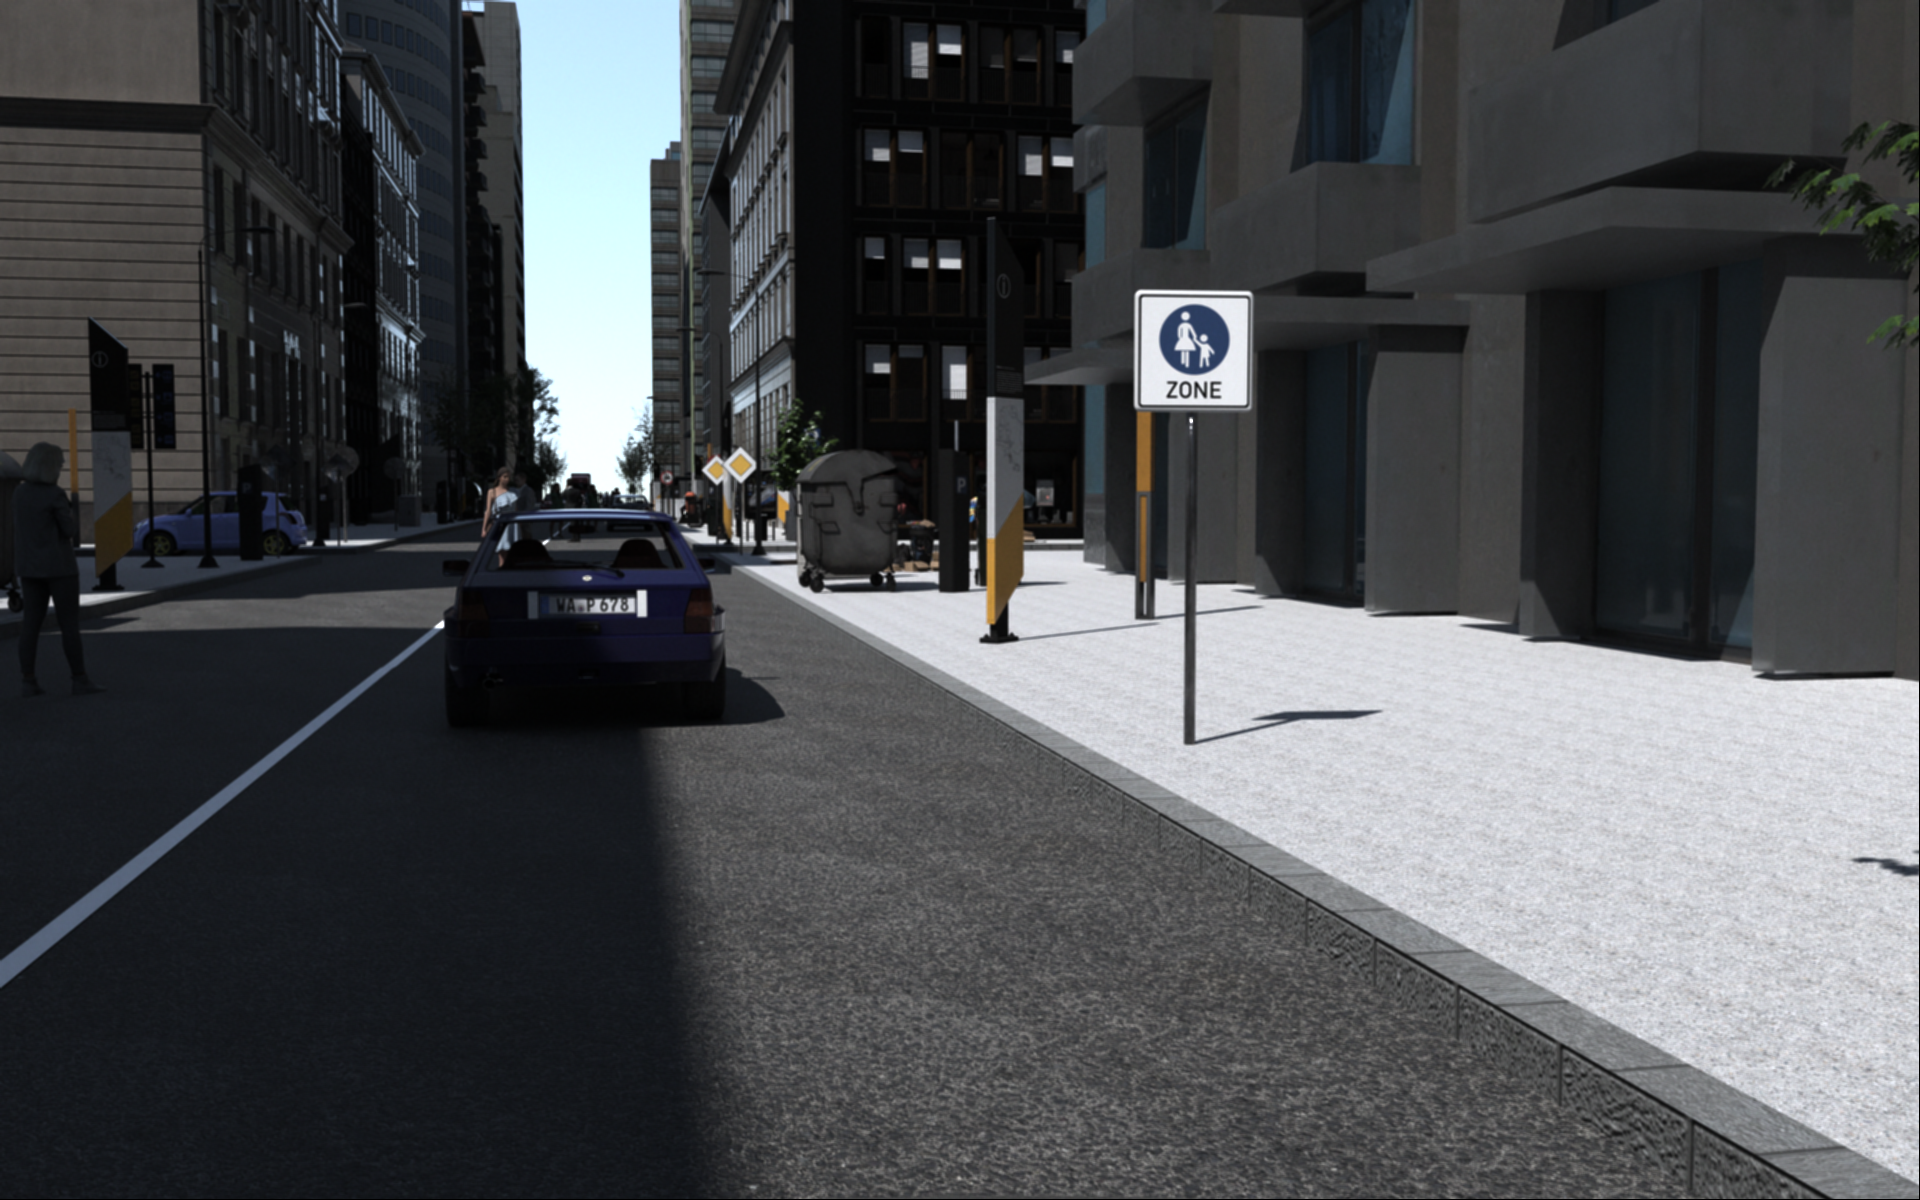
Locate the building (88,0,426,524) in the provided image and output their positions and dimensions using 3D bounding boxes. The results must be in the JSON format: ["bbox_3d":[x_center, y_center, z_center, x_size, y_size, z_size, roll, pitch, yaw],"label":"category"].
[{"bbox_3d":[-36.719,-18.178,94.472,12.463,27.353,25.104,-1,4,-12],"label":"building"}]

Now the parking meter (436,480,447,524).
[{"bbox_3d":[-22.118,-4.172,73.922,0.399,1.863,0.255,1,4,19],"label":"parking meter"}]

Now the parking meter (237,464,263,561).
[{"bbox_3d":[-13.737,-1.700,33.504,0.399,1.863,0.255,0,4,5],"label":"parking meter"}]

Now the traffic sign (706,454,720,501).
[{"bbox_3d":[-7.670,-3.356,54.973,0.768,2.556,0.104,0,4,-5],"label":"traffic sign"}]

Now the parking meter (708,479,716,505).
[{"bbox_3d":[-8.268,-3.213,58.248,0.399,1.863,0.255,3,5,41],"label":"parking meter"}]

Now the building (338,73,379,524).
[{"bbox_3d":[-32.630,-14.977,74.552,12.332,23.373,15.834,-1,4,-12],"label":"building"}]

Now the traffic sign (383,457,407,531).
[{"bbox_3d":[-19.508,-3.653,59.835,0.768,2.556,0.104,-1,4,-11],"label":"traffic sign"}]

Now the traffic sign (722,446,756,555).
[{"bbox_3d":[-4.601,-2.001,36.358,0.795,2.450,0.064,-1,4,-12],"label":"traffic sign"}]

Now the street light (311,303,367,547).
[{"bbox_3d":[-15.118,-4.261,42.203,1.470,5.913,1.316,-1,4,-12],"label":"street light"}]

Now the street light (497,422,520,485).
[{"bbox_3d":[-30.443,-8.853,117.294,1.470,5.913,1.316,-1,4,-12],"label":"street light"}]

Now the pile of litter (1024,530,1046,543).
[{"bbox_3d":[1.493,-1.945,45.764,1.719,0.858,1.176,0,4,-3],"label":"pile of litter"}]

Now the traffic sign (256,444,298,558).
[{"bbox_3d":[-13.614,-1.890,34.544,0.795,2.450,0.064,-1,4,-12],"label":"traffic sign"}]

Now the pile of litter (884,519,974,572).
[{"bbox_3d":[-0.586,-0.916,28.948,1.719,0.858,1.176,1,4,12],"label":"pile of litter"}]

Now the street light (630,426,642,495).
[{"bbox_3d":[-22.473,-9.206,123.054,1.470,5.913,1.316,-1,4,-12],"label":"street light"}]

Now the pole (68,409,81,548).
[{"bbox_3d":[-21.159,-2.908,41.384,0.158,3.312,0.155,0,3,0],"label":"pole"}]

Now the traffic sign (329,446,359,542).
[{"bbox_3d":[-16.354,-2.808,46.015,0.768,2.556,0.104,0,4,-4],"label":"traffic sign"}]

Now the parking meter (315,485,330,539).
[{"bbox_3d":[-18.126,-2.497,49.232,0.372,1.533,0.369,0,3,0],"label":"parking meter"}]

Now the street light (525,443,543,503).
[{"bbox_3d":[-37.442,-10.955,151.656,1.470,5.913,1.316,-1,4,-12],"label":"street light"}]

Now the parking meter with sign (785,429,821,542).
[{"bbox_3d":[-4.305,-3.087,46.738,0.543,3.016,1.738,-2,4,-24],"label":"parking meter with sign"}]

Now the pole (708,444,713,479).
[{"bbox_3d":[-10.092,-4.664,70.098,0.158,3.312,0.155,0,3,0],"label":"pole"}]

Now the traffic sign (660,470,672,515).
[{"bbox_3d":[-15.782,-5.709,93.441,0.768,2.556,0.104,0,4,-7],"label":"traffic sign"}]

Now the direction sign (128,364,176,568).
[{"bbox_3d":[-14.129,-2.337,30.205,0.876,3.537,0.379,0,4,-8],"label":"direction sign"}]

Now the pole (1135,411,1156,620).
[{"bbox_3d":[1.894,-1.456,17.641,0.158,3.312,0.155,0,3,0],"label":"pole"}]

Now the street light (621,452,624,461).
[{"bbox_3d":[-39.213,-14.238,205.325,1.470,5.913,1.316,-1,4,-12],"label":"street light"}]

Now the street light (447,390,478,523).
[{"bbox_3d":[-22.121,-6.387,76.976,1.470,5.913,1.316,-1,4,-12],"label":"street light"}]

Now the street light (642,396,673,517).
[{"bbox_3d":[-14.232,-6.731,82.590,1.470,5.913,1.316,-1,4,-12],"label":"street light"}]

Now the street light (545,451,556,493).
[{"bbox_3d":[-47.346,-13.928,200.266,1.470,5.913,1.316,-1,4,-12],"label":"street light"}]

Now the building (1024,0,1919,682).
[{"bbox_3d":[14.217,-24.520,20.505,23.786,49.044,30.456,-1,4,-12],"label":"building"}]

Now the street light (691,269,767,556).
[{"bbox_3d":[-4.746,-3.883,36.021,1.470,5.913,1.316,-1,4,-12],"label":"street light"}]

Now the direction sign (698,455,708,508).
[{"bbox_3d":[-14.873,-6.676,101.154,0.876,3.537,0.379,0,4,-2],"label":"direction sign"}]

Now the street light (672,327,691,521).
[{"bbox_3d":[-7.199,-4.638,48.368,1.470,5.913,1.316,-1,4,-12],"label":"street light"}]

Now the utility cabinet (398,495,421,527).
[{"bbox_3d":[-21.830,-3.514,68.620,1.020,1.237,0.306,2,4,33],"label":"utility cabinet"}]

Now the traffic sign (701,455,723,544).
[{"bbox_3d":[-6.199,-2.479,44.182,0.795,2.450,0.064,-1,4,-12],"label":"traffic sign"}]

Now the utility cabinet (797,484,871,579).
[{"bbox_3d":[-1.862,-1.064,26.072,1.173,1.500,0.318,-2,4,-35],"label":"utility cabinet"}]

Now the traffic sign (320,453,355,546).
[{"bbox_3d":[-15.212,-2.369,42.368,0.795,2.450,0.064,-1,4,-12],"label":"traffic sign"}]

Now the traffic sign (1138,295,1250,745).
[{"bbox_3d":[1.175,-0.409,8.809,0.606,2.300,0.079,0,4,-6],"label":"traffic sign"}]

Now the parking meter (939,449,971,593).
[{"bbox_3d":[-0.069,-1.036,22.645,0.255,1.863,0.399,3,5,40],"label":"parking meter"}]

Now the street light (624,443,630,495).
[{"bbox_3d":[-29.550,-11.302,157.330,1.470,5.913,1.316,-1,4,-12],"label":"street light"}]

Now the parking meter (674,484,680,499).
[{"bbox_3d":[-17.010,-6.006,103.912,0.399,1.863,0.255,-1,4,-13],"label":"parking meter"}]

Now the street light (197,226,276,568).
[{"bbox_3d":[-12.567,-3.521,30.109,1.470,5.913,1.316,-1,4,-12],"label":"street light"}]

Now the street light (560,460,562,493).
[{"bbox_3d":[-54.449,-16.040,234.790,1.470,5.913,1.316,-1,4,-12],"label":"street light"}]

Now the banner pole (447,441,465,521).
[{"bbox_3d":[-23.961,-5.644,82.296,0.863,3.779,0.401,-3,5,-39],"label":"banner pole"}]
